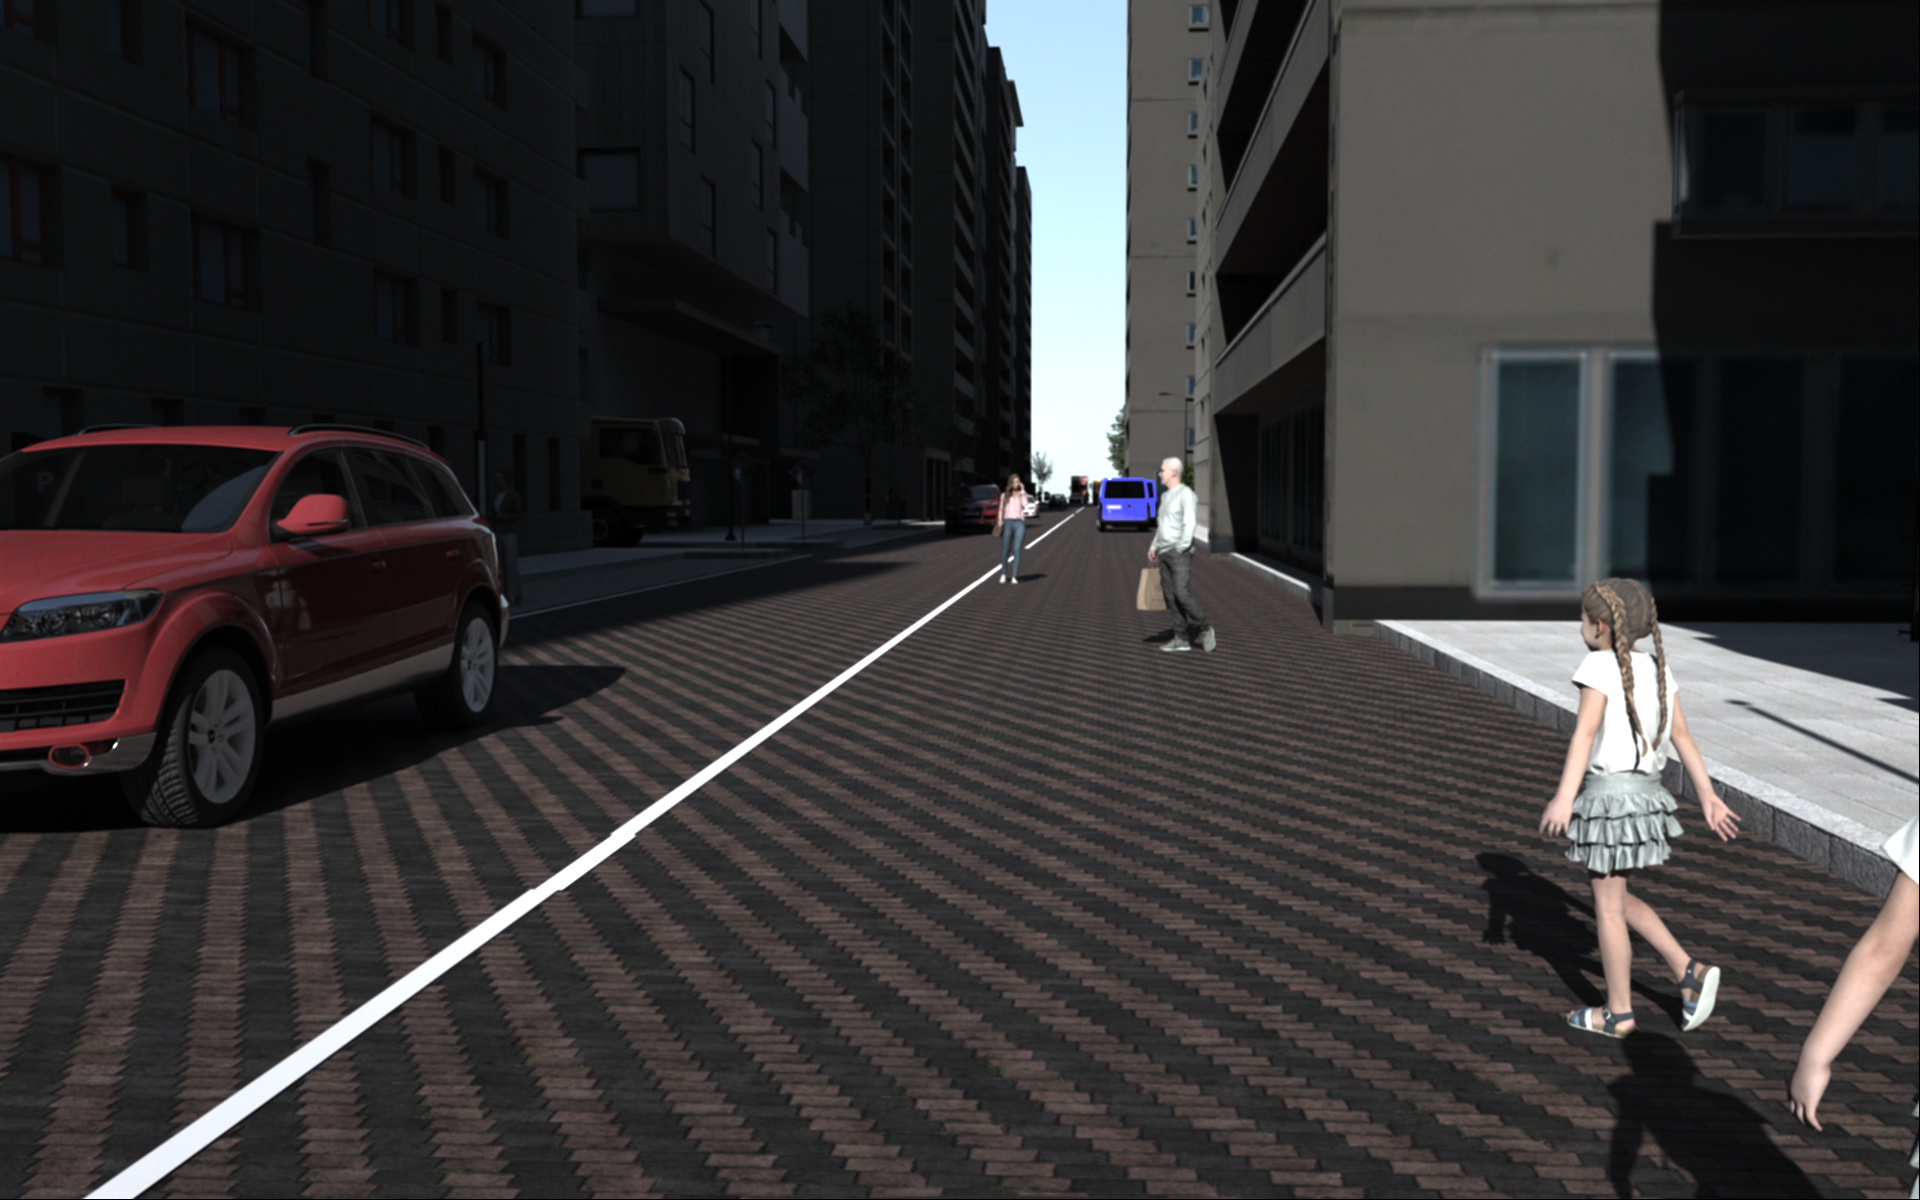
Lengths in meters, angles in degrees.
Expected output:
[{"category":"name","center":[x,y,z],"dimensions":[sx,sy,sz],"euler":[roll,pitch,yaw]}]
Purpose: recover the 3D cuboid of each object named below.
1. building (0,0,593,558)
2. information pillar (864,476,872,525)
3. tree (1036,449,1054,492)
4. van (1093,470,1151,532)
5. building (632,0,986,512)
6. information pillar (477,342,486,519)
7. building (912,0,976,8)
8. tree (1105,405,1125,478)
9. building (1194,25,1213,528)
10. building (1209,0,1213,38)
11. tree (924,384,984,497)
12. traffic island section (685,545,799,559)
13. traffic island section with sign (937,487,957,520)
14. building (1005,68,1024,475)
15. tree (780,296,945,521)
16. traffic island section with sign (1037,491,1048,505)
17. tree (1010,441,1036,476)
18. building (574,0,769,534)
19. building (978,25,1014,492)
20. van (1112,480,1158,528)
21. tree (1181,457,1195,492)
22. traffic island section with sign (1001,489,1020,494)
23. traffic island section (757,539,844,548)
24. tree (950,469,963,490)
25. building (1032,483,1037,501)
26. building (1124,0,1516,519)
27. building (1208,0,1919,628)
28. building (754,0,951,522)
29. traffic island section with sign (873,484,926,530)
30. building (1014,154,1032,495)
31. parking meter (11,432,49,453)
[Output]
[{"category":"building","center":[-24.048,-11.126,26.958],"dimensions":[28.899,21.520,27.650],"euler":[0,4,5]},{"category":"information pillar","center":[-3.804,-4.086,71.305],"dimensions":[0.304,2.012,0.304],"euler":[-1,4,-9]},{"category":"tree","center":[13.188,-20.252,281.476],"dimensions":[4.737,8.622,4.395],"euler":[0,3,0]},{"category":"van","center":[6.250,-3.807,66.621],"dimensions":[2.240,2.365,5.245],"euler":[0,4,3]},{"category":"building","center":[-11.720,-34.779,157.868],"dimensions":[28.713,52.752,27.495],"euler":[0,4,5]},{"category":"information pillar","center":[-7.444,-2.178,26.960],"dimensions":[0.183,3.616,0.504],"euler":[-1,4,-14]},{"category":"building","center":[-10.195,-31.167,133.288],"dimensions":[21.300,48.544,21.600],"euler":[0,4,5]},{"category":"tree","center":[20.586,-17.516,204.506],"dimensions":[7.486,12.596,7.792],"euler":[0,3,0]},{"category":"building","center":[23.453,-13.154,60.107],"dimensions":[28.899,21.520,27.650],"euler":[0,4,5]},{"category":"building","center":[19.338,-26.501,83.399],"dimensions":[14.600,45.320,14.200],"euler":[0,4,5]},{"category":"tree","center":[-0.601,-10.152,116.355],"dimensions":[4.360,8.622,3.978],"euler":[0,3,0]},{"category":"traffic island section","center":[-4.961,-1.047,39.407],"dimensions":[2.009,0.180,2.903],"euler":[0,4,5]},{"category":"traffic island section with sign","center":[-0.226,-5.407,97.034],"dimensions":[1.989,1.847,2.006],"euler":[0,4,5]},{"category":"building","center":[-6.829,-38.558,219.660],"dimensions":[28.713,52.752,27.495],"euler":[0,4,5]},{"category":"tree","center":[-4.399,-9.009,81.717],"dimensions":[8.767,10.594,7.601],"euler":[-3,5,-39]},{"category":"traffic island section with sign","center":[12.821,-15.133,256.051],"dimensions":[1.989,1.847,2.006],"euler":[0,4,5]},{"category":"tree","center":[5.285,-15.224,199.272],"dimensions":[4.737,8.622,4.395],"euler":[0,3,0]},{"category":"building","center":[-20.599,-28.932,62.272],"dimensions":[28.713,52.752,27.495],"euler":[0,4,5]},{"category":"building","center":[-5.867,-34.153,182.108],"dimensions":[21.300,48.544,21.600],"euler":[0,4,5]},{"category":"van","center":[7.568,-4.349,75.483],"dimensions":[2.240,2.365,5.245],"euler":[0,4,4]},{"category":"tree","center":[13.029,-6.388,99.044],"dimensions":[1.663,3.219,1.824],"euler":[0,3,0]},{"category":"traffic island section with sign","center":[3.840,-8.439,146.598],"dimensions":[1.989,1.847,2.006],"euler":[0,4,5]},{"category":"traffic island section","center":[-4.307,-1.534,47.365],"dimensions":[2.009,0.180,2.903],"euler":[0,4,5]},{"category":"tree","center":[-0.457,-7.777,121.757],"dimensions":[1.663,3.219,1.824],"euler":[0,3,0]},{"category":"building","center":[-4.473,-35.197,267.349],"dimensions":[32.217,40.220,23.993],"euler":[0,4,5]},{"category":"building","center":[21.317,-29.687,109.077],"dimensions":[21.300,48.544,21.600],"euler":[0,4,5]},{"category":"building","center":[15.278,-24.590,25.747],"dimensions":[21.300,48.544,21.600],"euler":[0,4,5]},{"category":"building","center":[-11.120,-40.292,97.026],"dimensions":[20.563,71.187,20.611],"euler":[0,4,5]},{"category":"traffic island section with sign","center":[-2.433,-3.764,70.169],"dimensions":[1.989,1.847,2.006],"euler":[0,4,5]},{"category":"building","center":[-1.022,-37.932,243.897],"dimensions":[21.300,48.544,21.600],"euler":[0,4,5]},{"category":"parking meter","center":[-8.820,-0.667,16.615],"dimensions":[0.255,1.863,0.399],"euler":[2,4,32]}]
